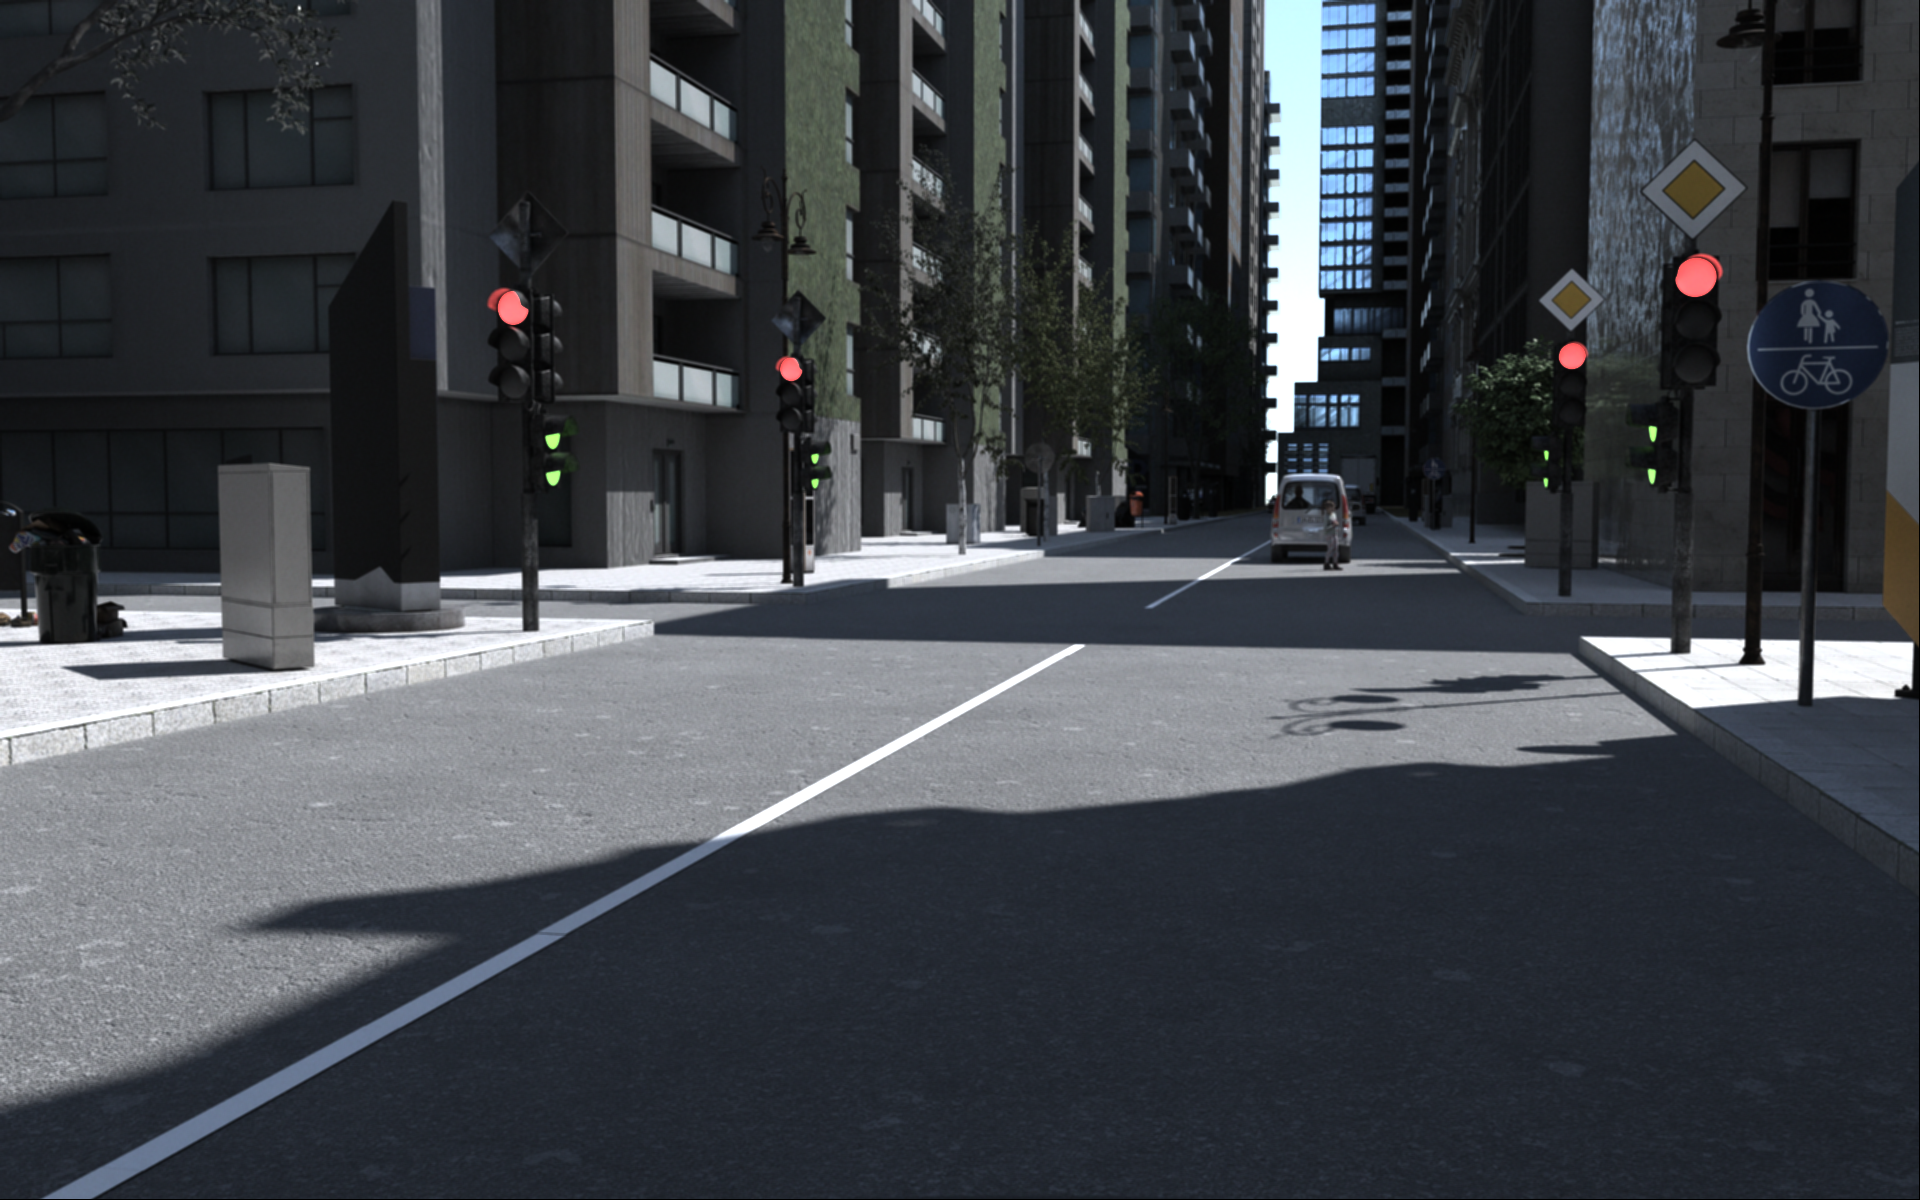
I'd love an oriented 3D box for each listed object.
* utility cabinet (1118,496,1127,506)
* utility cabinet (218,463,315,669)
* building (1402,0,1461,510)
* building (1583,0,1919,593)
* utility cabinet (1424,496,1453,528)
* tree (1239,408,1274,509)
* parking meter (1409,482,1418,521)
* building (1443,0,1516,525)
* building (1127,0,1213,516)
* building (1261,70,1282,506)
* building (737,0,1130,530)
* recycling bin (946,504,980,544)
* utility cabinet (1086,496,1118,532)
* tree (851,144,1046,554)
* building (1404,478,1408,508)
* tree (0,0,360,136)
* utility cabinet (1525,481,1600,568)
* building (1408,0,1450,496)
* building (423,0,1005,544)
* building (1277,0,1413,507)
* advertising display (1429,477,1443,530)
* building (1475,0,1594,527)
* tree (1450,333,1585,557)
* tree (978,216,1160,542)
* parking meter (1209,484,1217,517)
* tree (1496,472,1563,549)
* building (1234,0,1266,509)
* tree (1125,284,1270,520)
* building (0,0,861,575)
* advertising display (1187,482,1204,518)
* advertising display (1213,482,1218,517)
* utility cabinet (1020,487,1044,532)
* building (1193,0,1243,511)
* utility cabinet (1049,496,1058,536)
[{"bbox_3d":[6.600,-3.684,71.389,0.306,1.237,1.020,-1,4,-10],"label":"utility cabinet"},{"bbox_3d":[-5.194,-0.263,12.971,0.318,1.500,1.173,-3,5,-40],"label":"utility cabinet"},{"bbox_3d":[44.834,-30.276,145.127,14.600,45.320,14.200,1,4,13],"label":"building"},{"bbox_3d":[18.854,-10.435,25.361,16.860,20.320,10.420,1,4,13],"label":"building"},{"bbox_3d":[18.366,-3.384,66.484,1.020,1.237,0.306,0,4,-2],"label":"utility cabinet"},{"bbox_3d":[24.585,-11.934,145.482,4.360,8.622,3.978,0,3,0],"label":"tree"},{"bbox_3d":[21.277,-4.623,81.303,0.399,1.863,0.255,2,4,26],"label":"parking meter"},{"bbox_3d":[30.275,-17.988,81.495,14.401,28.519,23.554,1,4,13],"label":"building"},{"bbox_3d":[4.744,-30.259,114.337,23.786,49.044,30.456,1,4,13],"label":"building"},{"bbox_3d":[20.351,-35.119,193.800,30.456,49.044,23.786,1,4,13],"label":"building"},{"bbox_3d":[-0.464,-23.970,75.512,14.154,41.232,14.086,1,4,13],"label":"building"},{"bbox_3d":[0.085,-1.963,44.642,0.722,1.027,0.722,1,4,17],"label":"recycling bin"},{"bbox_3d":[4.751,-2.896,58.513,1.020,1.237,0.306,-2,4,-31],"label":"utility cabinet"},{"bbox_3d":[-0.040,-5.262,36.391,4.360,8.622,3.978,0,3,0],"label":"tree"},{"bbox_3d":[48.238,-29.074,158.956,14.154,41.232,14.086,1,4,13],"label":"building"},{"bbox_3d":[-6.135,-6.058,9.427,12.009,13.543,11.850,0,3,0],"label":"tree"},{"bbox_3d":[10.383,-1.296,29.871,1.173,1.500,0.318,3,5,40],"label":"utility cabinet"},{"bbox_3d":[44.510,-30.741,122.227,23.786,49.044,30.456,1,4,13],"label":"building"},{"bbox_3d":[-6.780,-22.676,54.340,14.154,41.232,14.086,1,4,13],"label":"building"},{"bbox_3d":[50.689,-53.392,185.623,31.000,86.520,22.319,1,4,13],"label":"building"},{"bbox_3d":[17.205,-3.511,62.615,0.123,1.923,0.974,2,4,35],"label":"advertising display"},{"bbox_3d":[25.334,-16.144,57.455,14.314,27.812,24.014,1,4,13],"label":"building"},{"bbox_3d":[11.789,-3.174,35.606,4.285,4.588,4.351,0,3,0],"label":"tree"},{"bbox_3d":[2.536,-5.869,46.322,4.737,8.622,4.395,0,3,0],"label":"tree"},{"bbox_3d":[13.945,-5.495,95.553,0.255,1.863,0.399,-2,4,-33],"label":"parking meter"},{"bbox_3d":[13.528,-2.815,40.621,1.663,3.219,1.824,0,3,0],"label":"tree"},{"bbox_3d":[17.488,-44.234,161.472,20.611,71.187,20.563,1,4,13],"label":"building"},{"bbox_3d":[11.854,-9.891,87.471,9.928,11.665,9.643,0,3,0],"label":"tree"},{"bbox_3d":[-10.591,-21.346,32.597,14.154,41.232,14.086,1,4,13],"label":"building"},{"bbox_3d":[12.809,-5.450,94.322,0.974,1.923,0.123,2,4,30],"label":"advertising display"},{"bbox_3d":[14.208,-5.571,96.299,0.123,1.923,0.974,0,4,-1],"label":"advertising display"},{"bbox_3d":[2.395,-2.999,57.705,0.318,1.500,1.173,-2,4,-25],"label":"utility cabinet"},{"bbox_3d":[14.582,-29.698,135.679,14.600,45.320,14.200,1,4,13],"label":"building"},{"bbox_3d":[2.875,-2.604,53.730,0.306,1.237,1.020,0,4,1],"label":"utility cabinet"}]
